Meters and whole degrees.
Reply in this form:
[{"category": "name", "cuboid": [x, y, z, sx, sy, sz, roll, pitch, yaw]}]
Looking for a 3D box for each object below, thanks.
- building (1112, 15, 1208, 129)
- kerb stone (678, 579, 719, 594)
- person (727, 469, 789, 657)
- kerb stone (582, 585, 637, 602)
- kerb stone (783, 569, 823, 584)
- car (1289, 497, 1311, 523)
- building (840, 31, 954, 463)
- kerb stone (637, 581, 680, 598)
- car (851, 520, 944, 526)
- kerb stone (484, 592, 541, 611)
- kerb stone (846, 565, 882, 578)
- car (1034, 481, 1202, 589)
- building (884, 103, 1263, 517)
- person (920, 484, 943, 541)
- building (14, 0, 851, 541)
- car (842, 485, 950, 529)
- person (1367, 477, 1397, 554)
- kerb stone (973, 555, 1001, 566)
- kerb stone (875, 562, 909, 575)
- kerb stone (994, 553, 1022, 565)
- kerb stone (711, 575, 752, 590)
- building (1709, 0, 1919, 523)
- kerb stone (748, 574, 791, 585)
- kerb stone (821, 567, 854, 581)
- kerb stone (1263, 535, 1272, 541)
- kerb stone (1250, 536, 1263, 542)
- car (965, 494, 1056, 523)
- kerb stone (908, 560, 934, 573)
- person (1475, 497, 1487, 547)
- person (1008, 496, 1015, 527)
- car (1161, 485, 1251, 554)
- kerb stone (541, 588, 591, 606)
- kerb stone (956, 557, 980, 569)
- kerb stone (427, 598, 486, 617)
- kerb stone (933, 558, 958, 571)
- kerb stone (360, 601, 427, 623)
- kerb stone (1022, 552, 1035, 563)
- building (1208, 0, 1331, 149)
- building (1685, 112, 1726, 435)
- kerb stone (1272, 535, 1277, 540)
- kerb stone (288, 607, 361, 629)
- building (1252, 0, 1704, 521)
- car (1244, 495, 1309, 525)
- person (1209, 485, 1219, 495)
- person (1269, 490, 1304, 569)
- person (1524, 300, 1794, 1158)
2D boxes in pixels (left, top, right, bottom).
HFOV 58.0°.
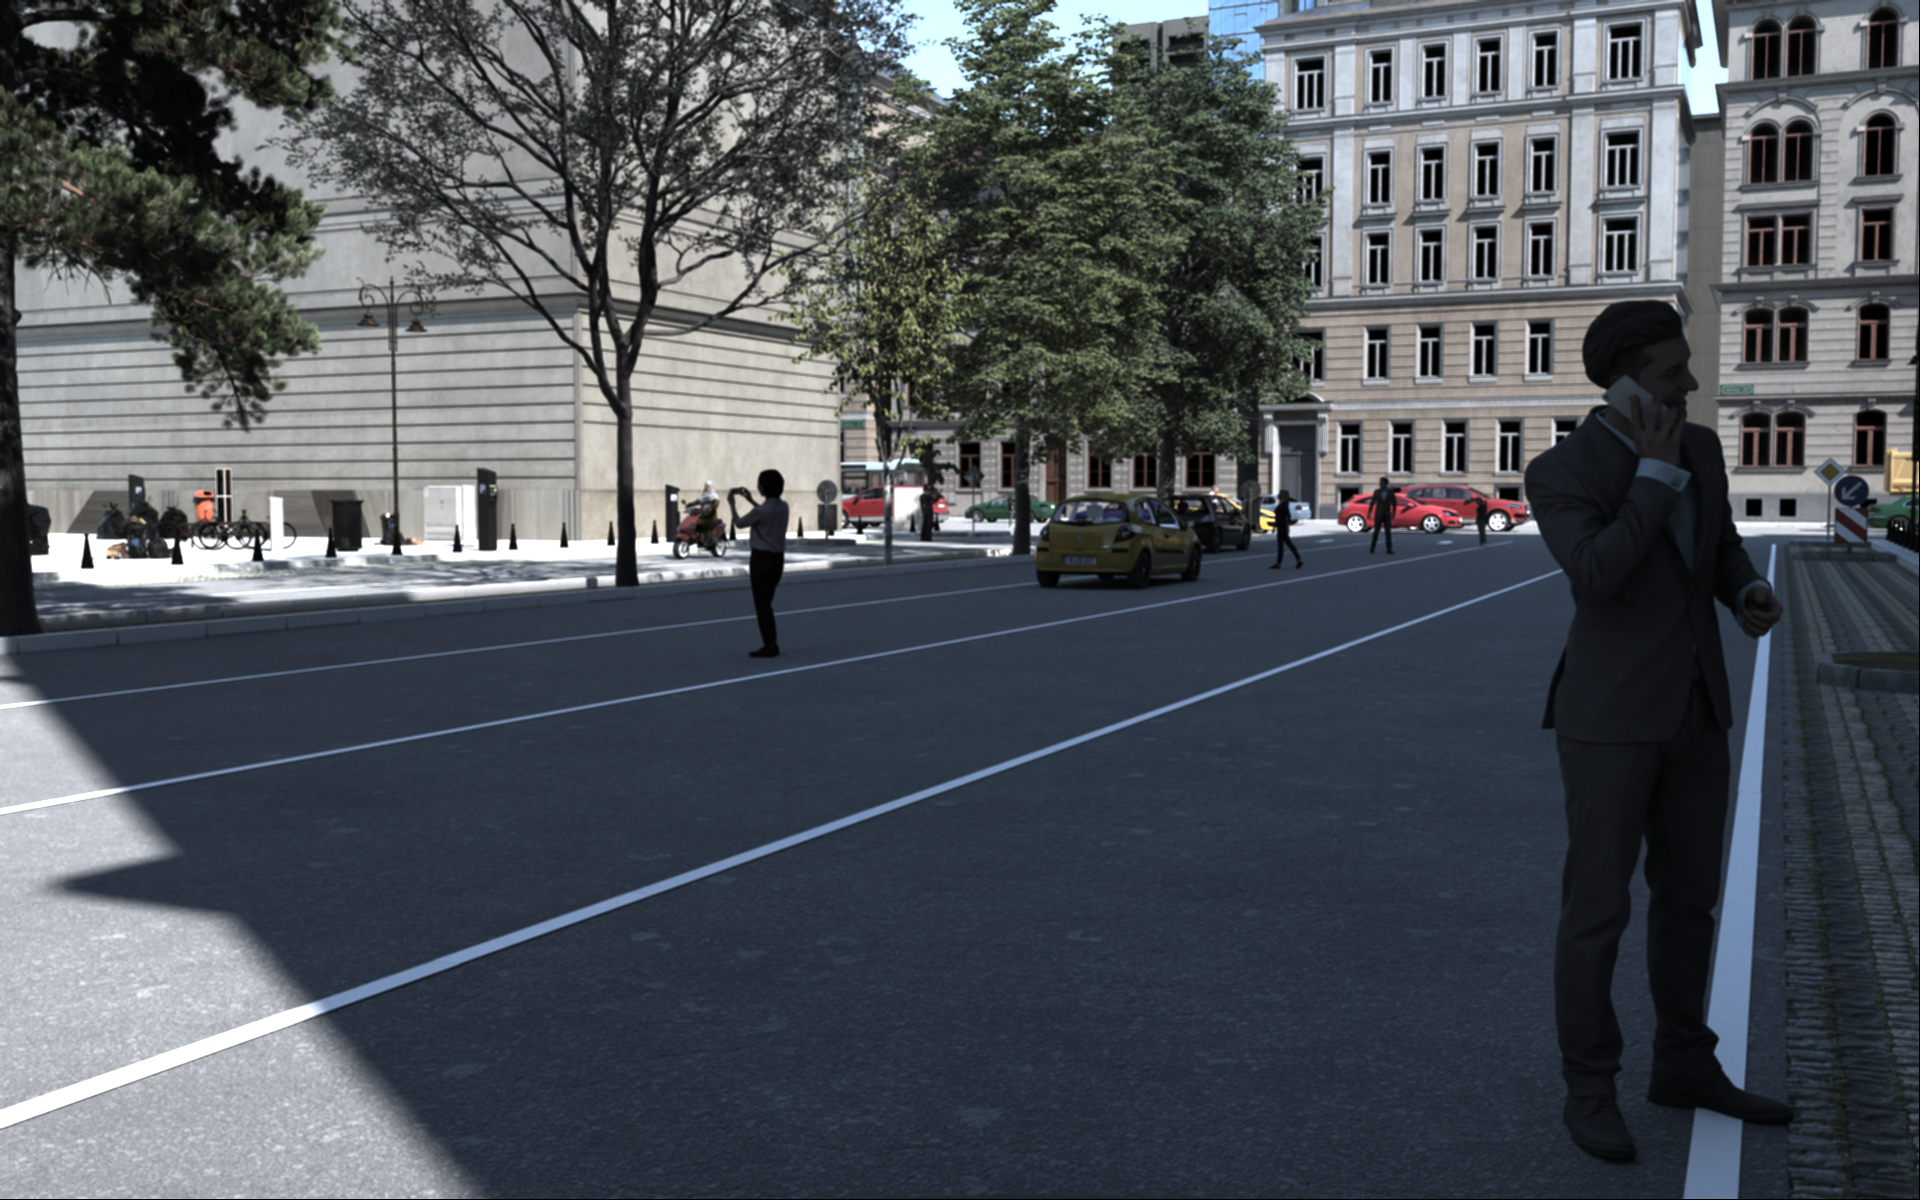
[{"category": "building", "cuboid": [35.399, -50.456, 263.214, 20.611, 71.187, 20.563, 2, 4, 25]}, {"category": "kerb stone", "cuboid": [-3.882, -0.184, 25.317, 0.120, 0.150, 1.000, 2, 4, 25]}, {"category": "person", "cuboid": [-1.773, -0.325, 15.275, 0.517, 1.644, 0.566, -1, 4, -14]}, {"category": "kerb stone", "cuboid": [-4.765, -0.078, 23.463, 0.120, 0.150, 1.000, 2, 4, 25]}, {"category": "kerb stone", "cuboid": [-2.562, -0.361, 28.100, 0.120, 0.150, 1.000, 2, 4, 25]}, {"category": "car", "cuboid": [14.557, -4.354, 83.190, 4.499, 1.417, 2.014, 2, 4, 23]}, {"category": "building", "cuboid": [-11.283, -19.542, 105.413, 20.117, 28.700, 13.634, 2, 4, 25]}, {"category": "kerb stone", "cuboid": [-4.312, -0.129, 24.385, 0.120, 0.150, 1.000, 2, 4, 25]}, {"category": "car", "cuboid": [-2.889, -4.070, 75.343, 4.718, 1.807, 1.959, 2, 4, 26]}, {"category": "kerb stone", "cuboid": [-5.634, 0.037, 21.603, 0.120, 0.150, 1.000, 2, 4, 25]}, {"category": "kerb stone", "cuboid": [-1.684, -0.476, 29.975, 0.120, 0.150, 1.000, 2, 4, 25]}, {"category": "car", "cuboid": [2.623, -1.071, 27.727, 2.015, 1.641, 3.980, 2, 4, 25]}, {"category": "building", "cuboid": [7.187, -15.917, 96.406, 21.152, 22.565, 11.583, 2, 4, 25]}, {"category": "person", "cuboid": [-0.867, -2.638, 52.434, 0.742, 1.727, 0.445, 1, 4, 9]}, {"category": "building", "cuboid": [-20.055, -13.801, 58.936, 30.059, 22.955, 16.112, 2, 4, 25]}, {"category": "car", "cuboid": [-3.032, -3.792, 70.667, 5.304, 1.827, 2.281, 2, 4, 26]}, {"category": "person", "cuboid": [10.154, -2.039, 41.742, 0.656, 1.842, 0.836, -1, 4, -21]}, {"category": "kerb stone", "cuboid": [0.517, -0.761, 34.632, 0.120, 0.150, 1.000, 2, 4, 25]}, {"category": "kerb stone", "cuboid": [-1.232, -0.532, 30.900, 0.120, 0.150, 1.000, 2, 4, 25]}, {"category": "kerb stone", "cuboid": [0.964, -0.817, 35.559, 0.120, 0.150, 1.000, 2, 4, 25]}, {"category": "kerb stone", "cuboid": [-3.448, -0.248, 26.247, 0.120, 0.150, 1.000, 2, 4, 25]}, {"category": "building", "cuboid": [47.098, -17.841, 79.096, 23.554, 28.519, 14.401, 2, 4, 25]}, {"category": "kerb stone", "cuboid": [-3.005, -0.304, 27.173, 0.120, 0.150, 1.000, 2, 4, 25]}, {"category": "kerb stone", "cuboid": [-2.118, -0.419, 29.045, 0.120, 0.150, 1.000, 2, 4, 25]}, {"category": "kerb stone", "cuboid": [9.328, -1.892, 53.257, 0.120, 0.150, 1.000, 2, 4, 25]}, {"category": "kerb stone", "cuboid": [8.884, -1.841, 52.331, 0.120, 0.150, 1.000, 2, 4, 25]}, {"category": "car", "cuboid": [2.560, -4.630, 87.500, 4.920, 1.459, 2.131, 2, 4, 27]}, {"category": "kerb stone", "cuboid": [-0.793, -0.590, 31.838, 0.120, 0.150, 1.000, 2, 4, 25]}, {"category": "person", "cuboid": [14.151, -2.115, 46.987, 0.340, 1.345, 0.435, -3, 5, -43]}, {"category": "person", "cuboid": [2.248, -3.855, 75.435, 0.340, 1.345, 0.435, -3, 5, -40]}, {"category": "car", "cuboid": [6.023, -2.047, 43.261, 2.009, 1.686, 4.222, 2, 4, 25]}, {"category": "kerb stone", "cuboid": [-5.194, -0.018, 22.531, 0.120, 0.150, 1.000, 2, 4, 25]}, {"category": "kerb stone", "cuboid": [0.085, -0.704, 33.701, 0.120, 0.150, 1.000, 2, 4, 25]}, {"category": "kerb stone", "cuboid": [-6.073, 0.100, 20.675, 0.120, 0.150, 1.000, 2, 4, 25]}, {"category": "kerb stone", "cuboid": [-0.358, -0.646, 32.767, 0.120, 0.150, 1.000, 2, 4, 25]}, {"category": "kerb stone", "cuboid": [-6.506, 0.150, 19.744, 0.120, 0.150, 1.000, 2, 4, 25]}, {"category": "kerb stone", "cuboid": [1.402, -0.874, 36.492, 0.120, 0.150, 1.000, 2, 4, 25]}, {"category": "building", "cuboid": [35.174, -51.999, 162.849, 22.319, 86.520, 31.000, 2, 4, 25]}, {"category": "building", "cuboid": [106.219, -39.508, 235.196, 27.495, 52.752, 28.713, 2, 4, 25]}, {"category": "kerb stone", "cuboid": [9.770, -1.957, 54.192, 0.120, 0.150, 1.000, 2, 4, 25]}, {"category": "kerb stone", "cuboid": [-6.956, 0.207, 18.815, 0.120, 0.150, 1.000, 2, 4, 25]}, {"category": "building", "cuboid": [26.418, -18.491, 88.238, 20.117, 28.700, 13.634, 2, 4, 25]}, {"category": "car", "cuboid": [13.830, -4.167, 80.128, 4.499, 1.417, 2.014, 2, 4, 26]}, {"category": "person", "cuboid": [7.658, -2.616, 52.210, 0.436, 1.711, 0.756, 3, 4, 37]}, {"category": "person", "cuboid": [6.273, -1.360, 33.272, 0.613, 1.512, 0.480, -1, 4, -14]}, {"category": "person", "cuboid": [1.580, 0.274, 3.822, 0.655, 1.846, 0.447, -2, 4, -26]}]
